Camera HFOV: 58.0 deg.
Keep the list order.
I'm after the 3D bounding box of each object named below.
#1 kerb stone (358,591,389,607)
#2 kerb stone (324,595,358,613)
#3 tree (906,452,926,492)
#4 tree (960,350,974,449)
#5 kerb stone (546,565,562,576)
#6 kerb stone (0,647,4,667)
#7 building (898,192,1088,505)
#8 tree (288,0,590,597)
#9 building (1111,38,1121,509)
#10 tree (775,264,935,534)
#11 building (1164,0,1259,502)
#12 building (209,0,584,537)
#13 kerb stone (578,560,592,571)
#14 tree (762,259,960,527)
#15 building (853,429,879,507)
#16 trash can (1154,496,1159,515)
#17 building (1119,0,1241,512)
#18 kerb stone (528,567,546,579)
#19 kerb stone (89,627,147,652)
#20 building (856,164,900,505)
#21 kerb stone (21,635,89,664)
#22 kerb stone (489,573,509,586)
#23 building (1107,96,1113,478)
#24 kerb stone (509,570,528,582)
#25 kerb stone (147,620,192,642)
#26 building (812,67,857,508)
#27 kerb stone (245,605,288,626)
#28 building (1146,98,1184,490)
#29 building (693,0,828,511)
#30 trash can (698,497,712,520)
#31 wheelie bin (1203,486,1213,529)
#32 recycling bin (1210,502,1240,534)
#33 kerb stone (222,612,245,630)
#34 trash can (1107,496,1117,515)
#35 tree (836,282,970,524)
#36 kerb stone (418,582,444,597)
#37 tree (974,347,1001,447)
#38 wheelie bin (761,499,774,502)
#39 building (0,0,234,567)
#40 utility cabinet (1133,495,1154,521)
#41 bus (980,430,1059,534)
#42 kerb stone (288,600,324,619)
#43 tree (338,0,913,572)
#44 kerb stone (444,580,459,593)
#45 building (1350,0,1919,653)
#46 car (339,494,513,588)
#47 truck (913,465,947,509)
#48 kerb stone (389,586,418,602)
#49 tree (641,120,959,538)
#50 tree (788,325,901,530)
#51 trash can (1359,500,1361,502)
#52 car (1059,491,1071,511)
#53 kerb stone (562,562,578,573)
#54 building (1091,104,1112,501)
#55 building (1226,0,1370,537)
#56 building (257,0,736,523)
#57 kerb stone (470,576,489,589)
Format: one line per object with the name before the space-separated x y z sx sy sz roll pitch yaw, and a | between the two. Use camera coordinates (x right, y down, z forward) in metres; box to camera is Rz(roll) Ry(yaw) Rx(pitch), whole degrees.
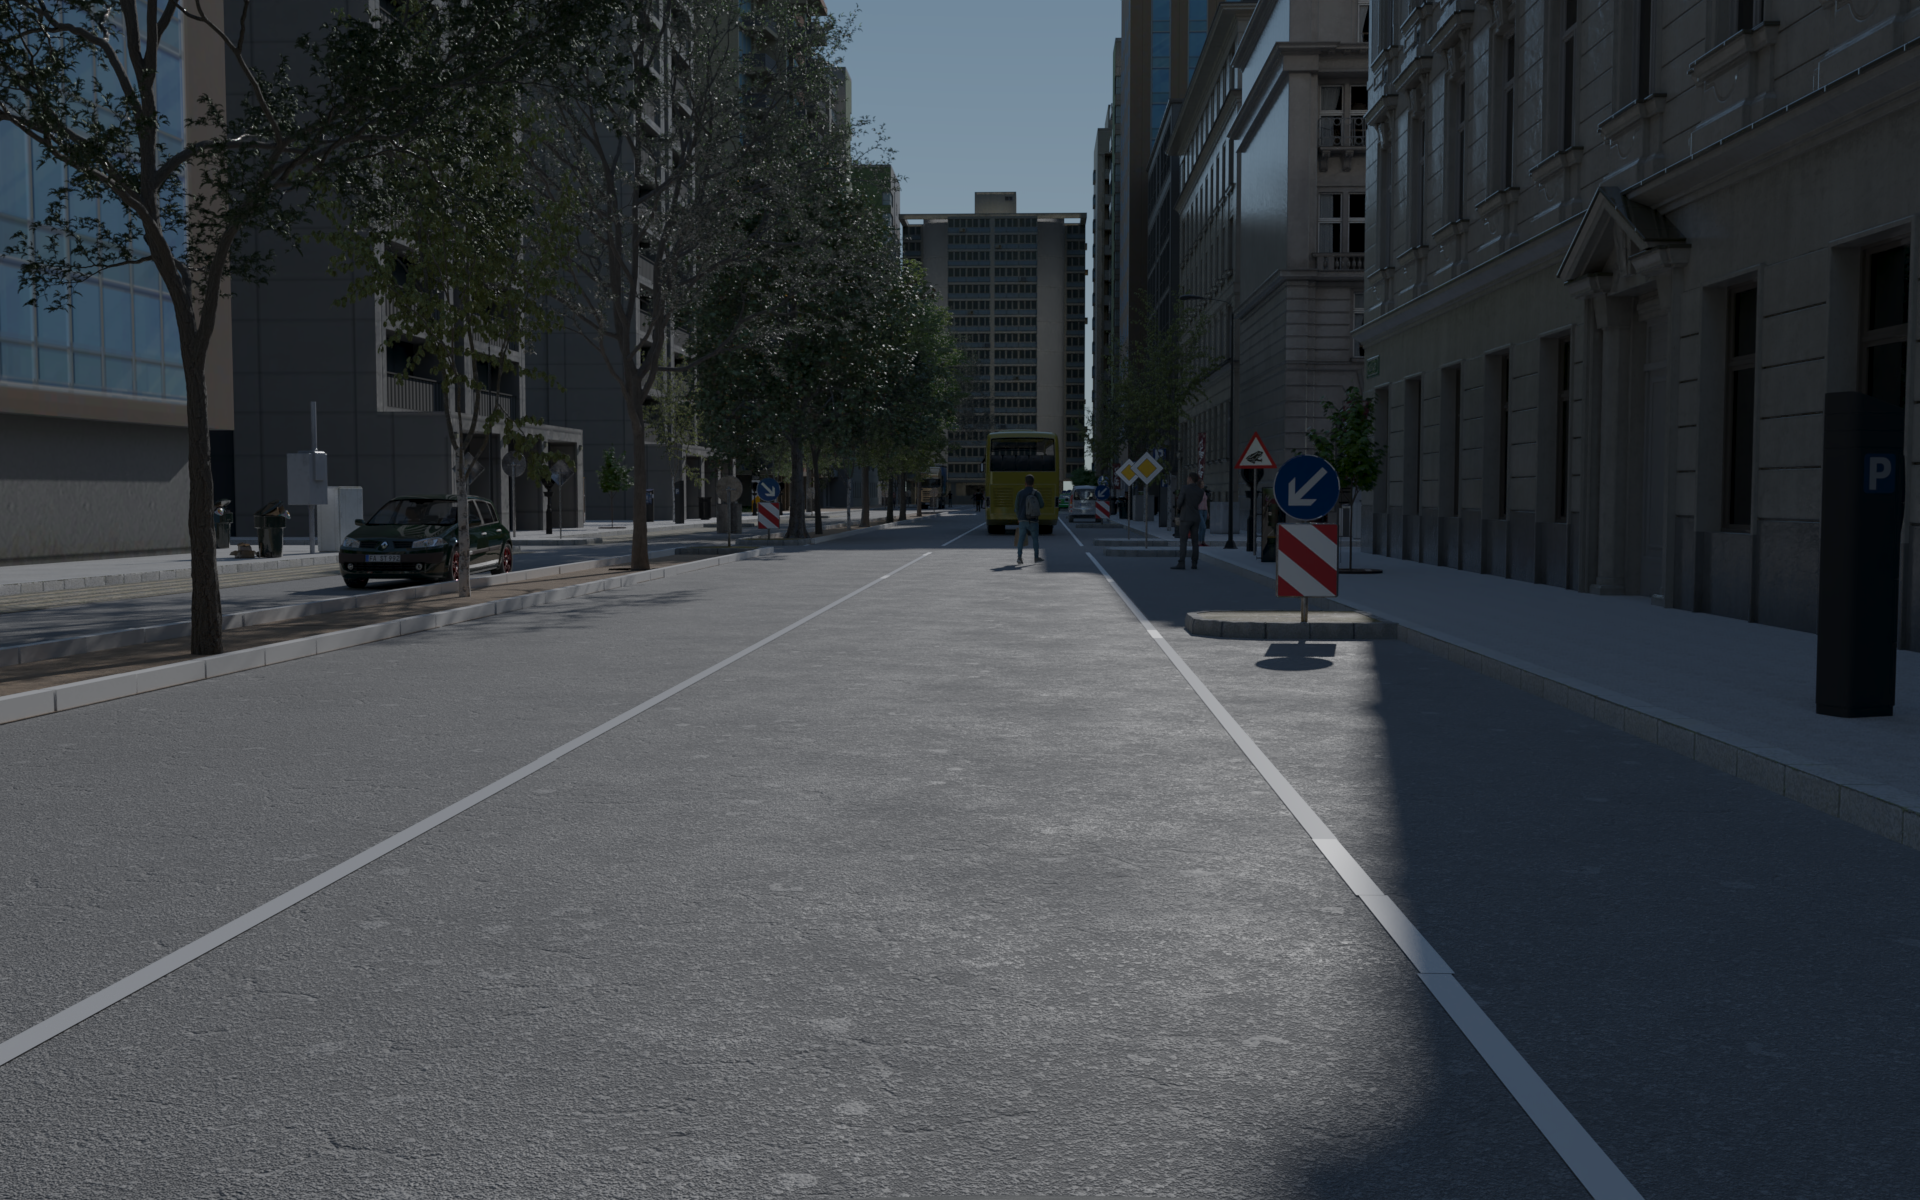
kerb stone | -7.591 0.001 22.192 0.120 0.150 1.000 0 4 3
kerb stone | -7.648 0.063 21.167 0.120 0.150 1.000 0 4 3
tree | -3.274 -8.997 99.923 4.360 8.622 3.978 0 3 0
tree | -3.145 -10.517 92.531 7.486 12.596 7.792 0 3 0
kerb stone | -7.226 -0.500 30.394 0.120 0.150 1.000 0 4 3
kerb stone | -7.965 0.501 14.000 0.120 0.150 1.000 0 4 3
building | 4.541 -32.627 225.331 23.993 40.220 32.217 0 4 3
tree | -6.835 -4.323 23.506 4.737 8.622 4.395 0 3 0
building | 20.879 -29.071 158.905 14.154 41.232 14.086 0 4 3
tree | -4.949 -7.606 61.225 8.767 10.594 7.601 0 4 3
building | 18.984 -15.310 83.607 16.112 22.955 30.059 0 4 3
building | -24.778 -38.027 59.990 20.563 71.187 20.611 0 4 3
kerb stone | -7.127 -0.625 32.439 0.120 0.150 1.000 0 4 3
tree | -4.160 -9.410 74.439 7.486 12.596 7.792 0 3 0
building | -24.442 -20.830 185.612 28.899 21.520 27.650 0 4 3
trash can | 11.627 -5.677 104.465 0.748 1.137 0.748 0 3 0
building | 19.313 -29.376 130.403 14.600 45.320 14.200 0 4 3
kerb stone | -7.265 -0.439 29.373 0.120 0.150 1.000 0 4 3
kerb stone | -7.875 0.376 16.045 0.120 0.150 1.000 0 4 3
building | -14.865 -32.673 217.790 14.086 41.232 14.154 0 4 3
kerb stone | -7.912 0.439 15.023 0.120 0.150 1.000 0 4 3
kerb stone | -7.364 -0.306 27.316 0.120 0.150 1.000 0 4 3
building | 27.003 -34.319 180.728 23.786 49.044 30.456 0 4 3
kerb stone | -7.314 -0.375 28.344 0.120 0.150 1.000 0 4 3
kerb stone | -7.827 0.320 17.069 0.120 0.150 1.000 0 4 3
building | -17.742 -29.217 161.287 14.154 41.232 14.086 0 4 3
kerb stone | -7.727 0.188 19.125 0.120 0.150 1.000 0 4 3
building | 19.685 -19.414 110.923 14.314 27.812 24.014 0 4 3
building | -22.499 -29.646 139.344 22.147 44.769 28.867 0 4 3
trash can | -12.657 -4.546 85.984 0.748 1.137 0.748 0 3 0
wheelie bin | 8.922 -3.435 64.063 0.693 1.594 0.980 -2 4 -29
recycling bin | 8.551 -2.652 55.922 0.722 1.027 0.722 -2 4 -24
kerb stone | -7.783 0.251 18.099 0.120 0.150 1.000 0 4 3
trash can | 9.352 -5.794 106.384 0.748 1.137 0.748 0 3 0
tree | -3.307 -9.514 83.768 9.928 11.665 9.643 0 3 0
kerb stone | -7.494 -0.125 24.233 0.120 0.150 1.000 0 4 3
tree | -2.533 -11.938 108.018 12.009 13.543 11.850 0 3 0
wheelie bin | -11.828 -6.008 106.135 0.980 1.594 0.693 2 4 24
building | -23.532 -23.278 30.708 14.200 45.320 14.600 0 4 3
utility cabinet | 8.672 -4.326 81.885 1.020 1.237 0.306 -2 4 -24
bus | 2.212 -4.511 65.298 2.896 3.916 12.252 0 4 1
kerb stone | -7.692 0.126 20.146 0.120 0.150 1.000 0 4 3
tree | -5.944 -7.276 31.783 12.009 13.543 11.850 0 3 0
kerb stone | -7.450 -0.188 25.263 0.120 0.150 1.000 0 4 3
building | 15.763 -14.634 15.678 17.030 29.872 44.131 0 4 3
car | -8.481 -1.096 27.705 2.009 1.686 4.222 0 4 2
truck | -2.778 -10.922 167.494 2.839 4.237 11.283 0 4 2
kerb stone | -7.544 -0.060 23.213 0.120 0.150 1.000 0 4 3
tree | -4.949 -8.134 52.461 9.611 12.733 9.660 0 3 0
tree | -4.403 -7.074 68.484 4.360 8.622 3.978 0 3 0
trash can | 9.826 -1.796 41.026 0.748 1.137 0.748 0 3 0
car | 9.001 -8.342 145.195 1.959 1.807 4.718 0 4 3
kerb stone | -7.168 -0.564 31.415 0.120 0.150 1.000 0 4 3
building | 27.437 -36.385 218.592 21.600 48.544 21.300 0 4 3
building | 21.352 -13.091 55.837 24.055 21.916 13.314 0 4 3
building | -23.267 -40.062 93.265 20.563 71.187 20.611 0 4 3
kerb stone | -7.402 -0.249 26.289 0.120 0.150 1.000 0 4 3
